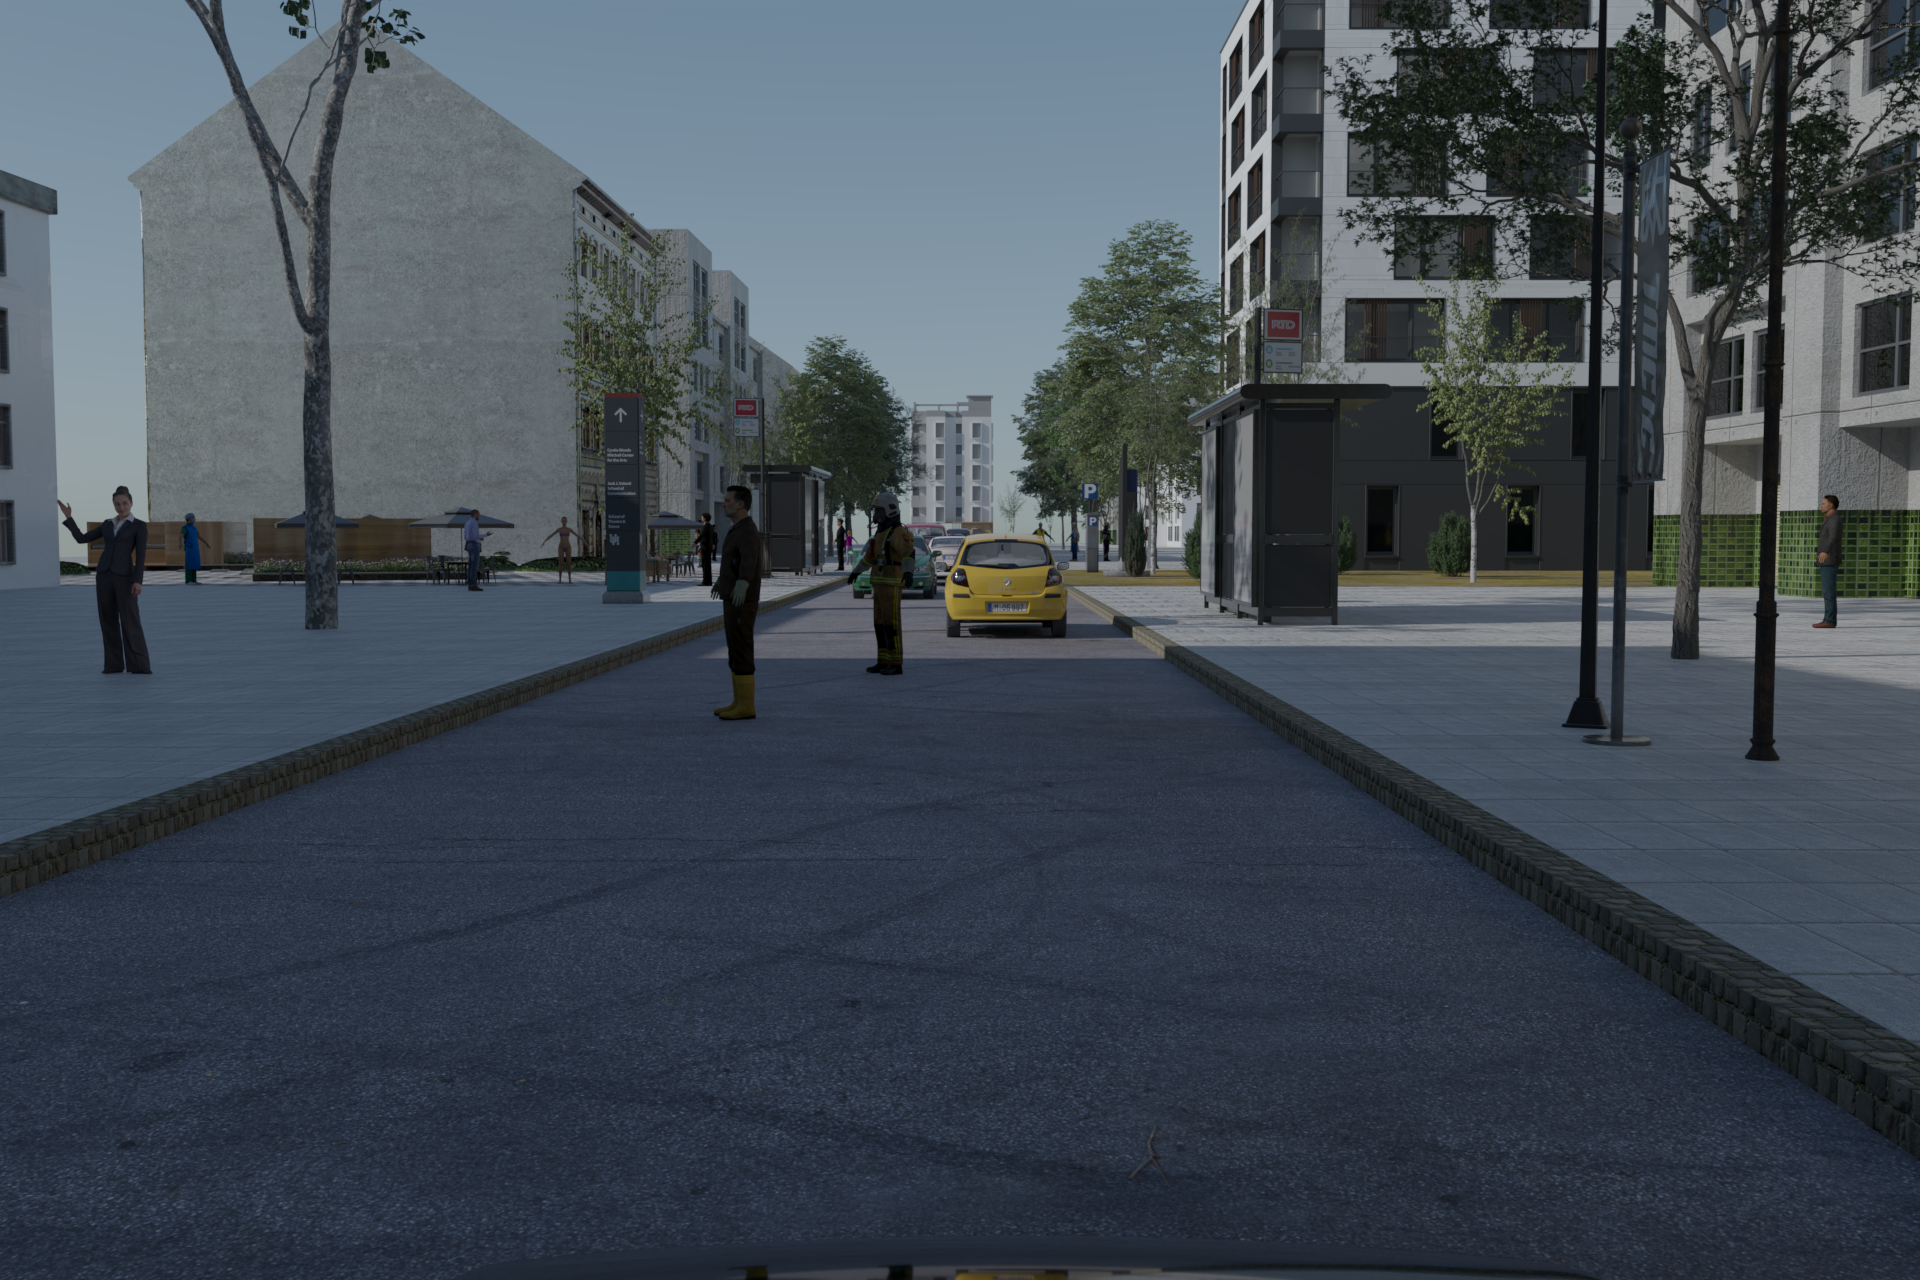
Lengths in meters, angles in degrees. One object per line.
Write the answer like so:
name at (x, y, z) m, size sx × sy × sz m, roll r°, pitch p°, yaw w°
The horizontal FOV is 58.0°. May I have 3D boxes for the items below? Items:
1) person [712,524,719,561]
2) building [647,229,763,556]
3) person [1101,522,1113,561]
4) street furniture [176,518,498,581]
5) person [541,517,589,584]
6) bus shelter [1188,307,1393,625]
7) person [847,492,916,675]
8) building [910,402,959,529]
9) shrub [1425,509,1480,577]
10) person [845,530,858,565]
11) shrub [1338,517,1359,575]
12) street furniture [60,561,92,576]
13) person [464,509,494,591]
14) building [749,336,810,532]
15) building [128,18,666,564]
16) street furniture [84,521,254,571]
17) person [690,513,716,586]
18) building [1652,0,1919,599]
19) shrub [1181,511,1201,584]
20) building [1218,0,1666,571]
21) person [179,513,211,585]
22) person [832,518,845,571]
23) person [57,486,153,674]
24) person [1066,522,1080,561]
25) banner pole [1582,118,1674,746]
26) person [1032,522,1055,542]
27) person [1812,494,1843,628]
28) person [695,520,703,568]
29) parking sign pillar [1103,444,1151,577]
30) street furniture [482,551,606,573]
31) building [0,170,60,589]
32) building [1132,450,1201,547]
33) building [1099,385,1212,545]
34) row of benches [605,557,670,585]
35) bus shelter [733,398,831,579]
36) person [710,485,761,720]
person at (-11.482, -4.577, 81.554) m, size 0.721 × 1.740 × 1.216 m, roll 0°, pitch 3°, yaw 0°
building at (-23.732, -15.297, 116.571) m, size 16.747 × 18.905 × 31.486 m, roll 0°, pitch 4°, yaw 1°
person at (6.936, -4.640, 81.642) m, size 0.705 × 1.856 × 1.354 m, roll 1°, pitch 4°, yaw 20°
street furniture at (-16.690, -2.636, 49.949) m, size 11.010 × 1.723 × 9.812 m, roll -1°, pitch 4°, yaw -21°
person at (-10.231, -2.327, 44.841) m, size 1.217 × 1.733 × 0.721 m, roll -1°, pitch 4°, yaw -16°
bus shelter at (5.012, -3.106, 28.423) m, size 2.179 × 5.291 × 8.768 m, roll 0°, pitch 4°, yaw 0°
person at (-0.765, -0.581, 17.717) m, size 0.705 × 1.858 × 1.354 m, roll -2°, pitch 4°, yaw -29°
building at (-6.598, -23.309, 239.986) m, size 11.380 × 20.090 × 16.016 m, roll 0°, pitch 4°, yaw 3°
shrub at (14.805, -2.915, 52.081) m, size 1.690 × 2.028 × 1.600 m, roll 0°, pitch 3°, yaw 0°
person at (-4.620, -3.826, 71.814) m, size 0.991 × 1.433 × 0.599 m, roll -2°, pitch 4°, yaw -35°
shrub at (11.707, -3.052, 54.321) m, size 1.690 × 2.028 × 1.600 m, roll 0°, pitch 3°, yaw 0°
street furniture at (-30.405, -2.118, 50.263) m, size 10.072 × 0.657 × 5.734 m, roll -3°, pitch 5°, yaw -40°
person at (-10.844, -2.027, 39.059) m, size 0.599 × 1.838 × 0.709 m, roll -3°, pitch 4°, yaw -36°
building at (-24.666, -20.468, 165.587) m, size 19.493 × 23.208 × 18.063 m, roll 0°, pitch 4°, yaw 1°
building at (-25.345, -15.384, 82.456) m, size 19.493 × 23.208 × 18.063 m, roll 0°, pitch 4°, yaw 1°
street furniture at (-27.492, -3.465, 63.514) m, size 9.812 × 1.723 × 11.010 m, roll -1°, pitch 4°, yaw -13°
person at (-6.259, -2.225, 42.569) m, size 0.705 × 1.806 × 1.347 m, roll 1°, pitch 4°, yaw 15°
building at (25.444, -9.806, 26.782) m, size 16.747 × 18.905 × 31.486 m, roll 0°, pitch 4°, yaw 1°
shrub at (6.509, -2.482, 44.624) m, size 1.661 × 2.075 × 1.752 m, roll 0°, pitch 3°, yaw 0°
building at (24.950, -14.190, 75.980) m, size 27.936 × 21.610 × 32.646 m, roll 0°, pitch 4°, yaw 0°
person at (-19.336, -2.293, 43.622) m, size 0.704 × 1.817 × 1.347 m, roll 0°, pitch 4°, yaw 7°
person at (-4.192, -3.330, 60.376) m, size 0.705 × 1.837 × 1.347 m, roll 1°, pitch 4°, yaw 8°
person at (-7.803, -0.548, 15.806) m, size 0.742 × 1.727 × 0.445 m, roll -2°, pitch 4°, yaw -27°
person at (5.372, -4.641, 81.735) m, size 0.705 × 1.847 × 1.347 m, roll -1°, pitch 4°, yaw -22°
banner pole at (4.034, -1.241, 10.306) m, size 0.401 × 3.779 × 0.863 m, roll 0°, pitch 4°, yaw 1°
person at (3.745, -4.549, 80.343) m, size 1.349 × 1.833 × 0.705 m, roll -1°, pitch 4°, yaw -21°
person at (11.839, -1.075, 23.649) m, size 0.705 × 1.821 × 1.348 m, roll 2°, pitch 4°, yaw 25°
person at (-9.891, -3.671, 66.167) m, size 0.704 × 1.843 × 1.345 m, roll 0°, pitch 4°, yaw 7°
parking sign pillar at (5.045, -3.901, 52.255) m, size 1.447 × 3.967 × 1.447 m, roll 0°, pitch 3°, yaw 0°
street furniture at (-14.943, -2.820, 61.735) m, size 5.734 × 0.657 × 10.072 m, roll 0°, pitch 4°, yaw -4°
building at (-23.116, -5.282, 28.503) m, size 9.099 × 9.664 × 28.070 m, roll 0°, pitch 4°, yaw 1°
building at (22.312, -14.613, 181.074) m, size 9.099 × 9.664 × 28.070 m, roll 0°, pitch 4°, yaw 1°
building at (26.455, -21.133, 211.976) m, size 16.747 × 18.905 × 31.486 m, roll 0°, pitch 4°, yaw 1°
row of benches at (-8.391, -1.828, 45.357) m, size 1.422 × 0.672 × 4.104 m, roll 0°, pitch 4°, yaw 5°
bus shelter at (-5.518, -4.657, 53.778) m, size 2.179 × 5.291 × 8.768 m, roll 0°, pitch 4°, yaw 1°
person at (-1.744, -0.298, 13.466) m, size 0.704 × 1.812 × 1.346 m, roll -1°, pitch 4°, yaw -15°
